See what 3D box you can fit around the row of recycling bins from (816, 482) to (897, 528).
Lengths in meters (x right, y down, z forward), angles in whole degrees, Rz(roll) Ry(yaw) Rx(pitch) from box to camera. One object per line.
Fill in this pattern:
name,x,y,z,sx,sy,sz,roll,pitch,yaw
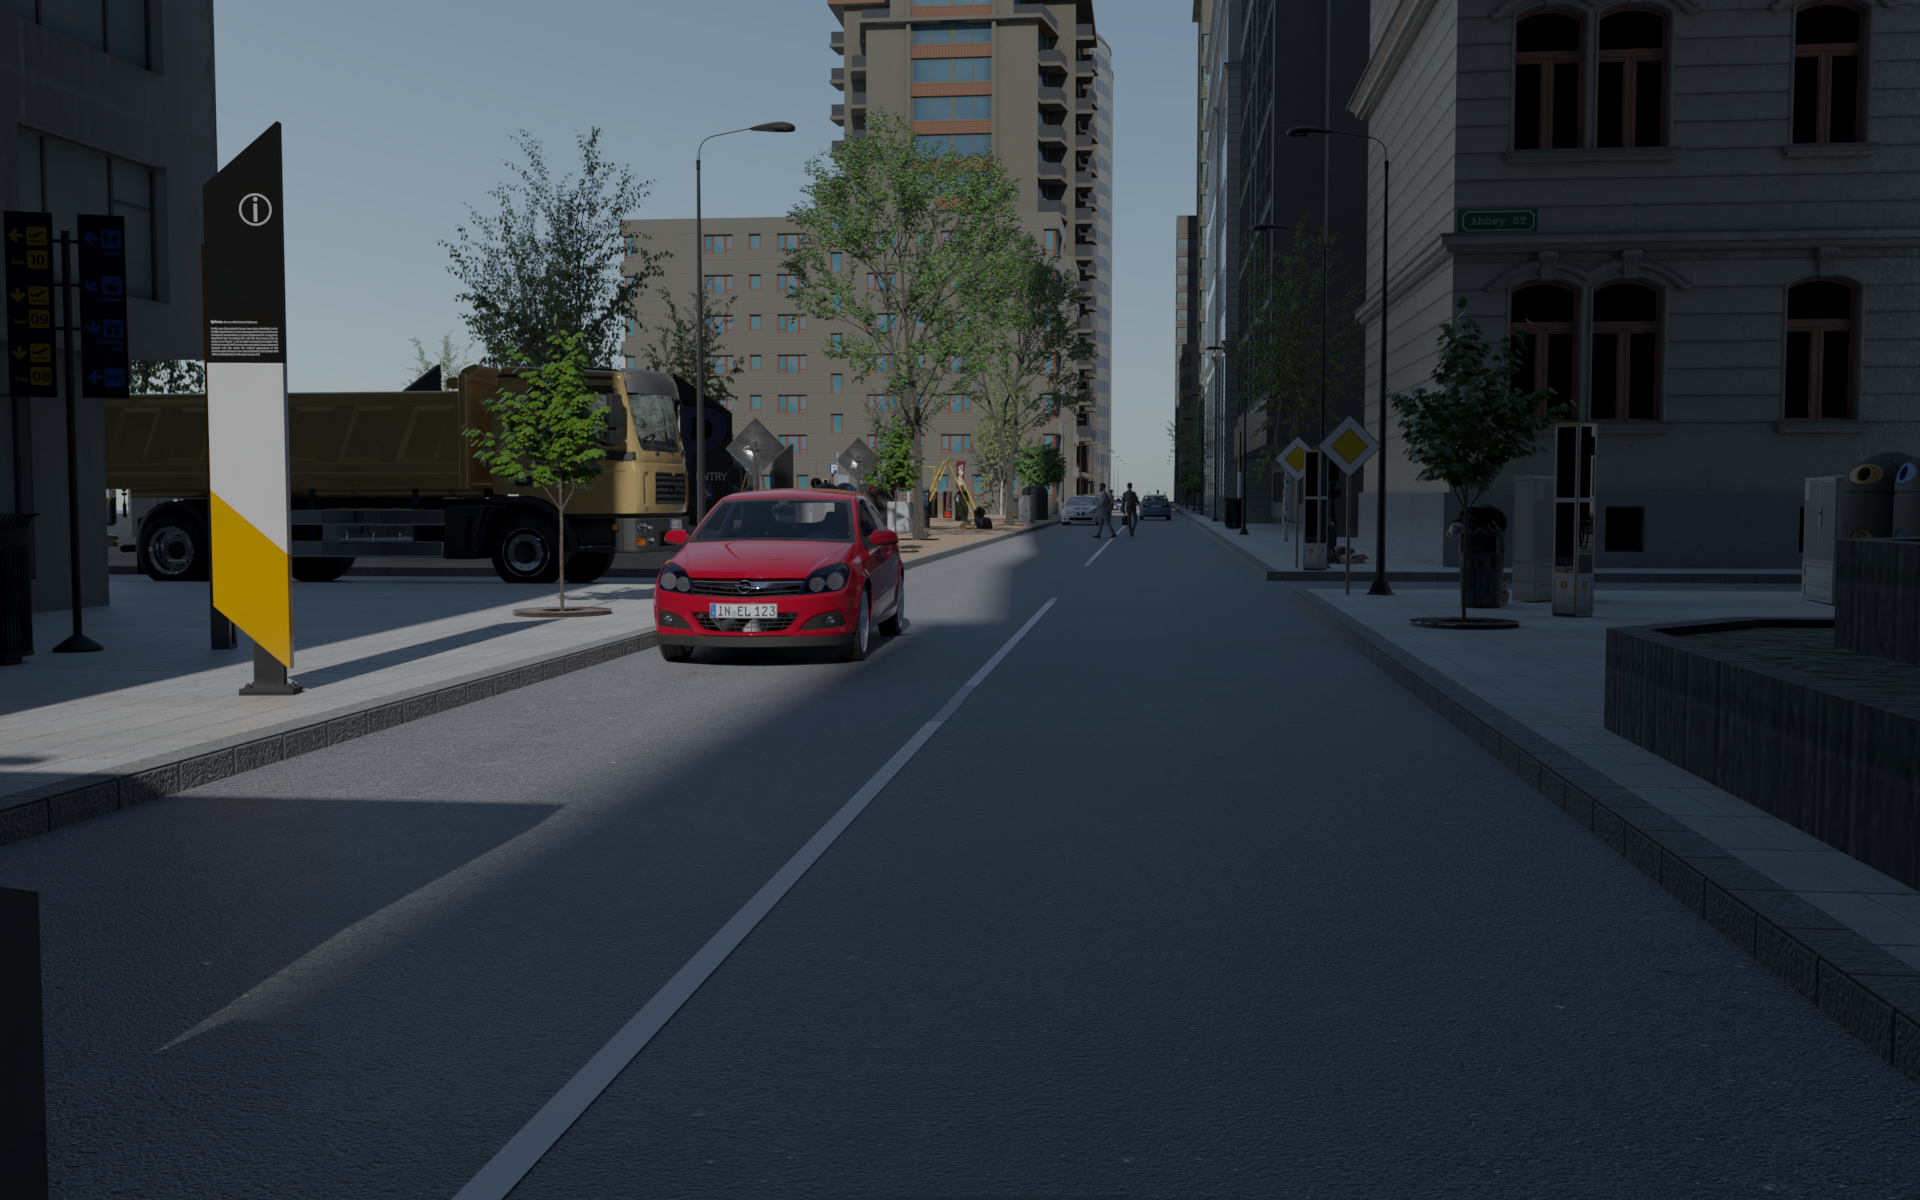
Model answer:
row of recycling bins,-3.785,-3.392,62.565,3.534,1.692,1.069,-3,5,-42

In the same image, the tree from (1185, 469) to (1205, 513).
tree,16.034,-7.487,117.021,1.663,3.219,1.824,0,3,0

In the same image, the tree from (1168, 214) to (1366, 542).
tree,8.941,-5.889,46.647,4.737,8.622,4.395,0,3,0

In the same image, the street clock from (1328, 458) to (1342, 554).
street clock,7.373,-1.817,34.284,0.358,2.002,0.471,1,4,10

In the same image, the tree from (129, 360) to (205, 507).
tree,-24.502,-6.010,48.634,4.360,8.622,3.978,0,3,0

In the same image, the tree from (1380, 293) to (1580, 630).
tree,4.843,-1.363,16.893,1.663,3.219,1.824,0,3,0

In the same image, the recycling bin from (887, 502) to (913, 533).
recycling bin,-1.947,-2.711,56.874,0.722,1.027,0.722,1,4,14

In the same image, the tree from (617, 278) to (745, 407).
tree,-9.358,-6.674,59.488,4.737,8.622,4.395,0,3,0

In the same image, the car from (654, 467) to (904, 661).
car,-1.591,-0.441,16.247,2.155,1.783,4.494,0,4,5

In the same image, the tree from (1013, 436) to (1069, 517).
tree,4.499,-6.941,97.201,4.285,4.588,4.351,0,3,0

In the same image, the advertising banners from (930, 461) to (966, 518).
advertising banners,-0.695,-5.852,91.875,2.074,3.025,0.090,1,4,12

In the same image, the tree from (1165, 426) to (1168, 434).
tree,15.711,-9.887,112.017,4.737,8.622,4.395,0,3,0

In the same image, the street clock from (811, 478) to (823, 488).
street clock,-6.435,-4.454,77.390,0.358,2.002,0.471,3,4,38

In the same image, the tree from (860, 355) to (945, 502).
tree,-2.898,-8.491,89.194,4.360,8.622,3.978,0,3,0

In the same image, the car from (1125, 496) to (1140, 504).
car,24.294,-14.173,244.090,2.083,1.381,4.827,0,4,8

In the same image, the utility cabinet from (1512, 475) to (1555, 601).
utility cabinet,7.102,-0.744,20.848,1.173,1.500,0.318,-3,5,-43

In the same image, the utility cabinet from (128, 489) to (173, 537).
utility cabinet,-24.179,-2.634,51.737,1.173,1.500,0.318,-3,5,-43

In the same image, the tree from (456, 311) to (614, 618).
tree,-4.238,-1.463,18.526,1.663,3.219,1.824,0,3,0

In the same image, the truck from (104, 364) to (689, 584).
truck,-8.426,-1.922,27.352,9.791,3.379,3.469,0,4,8

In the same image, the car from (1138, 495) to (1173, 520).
car,10.793,-5.125,95.791,2.014,1.417,4.499,0,4,6

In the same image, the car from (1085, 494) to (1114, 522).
car,6.996,-4.879,89.994,2.015,1.641,3.980,0,4,5

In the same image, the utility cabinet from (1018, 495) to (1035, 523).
utility cabinet,2.974,-4.043,77.257,0.306,1.237,1.020,-2,4,-27

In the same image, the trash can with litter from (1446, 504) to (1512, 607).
trash can with litter,5.971,-0.517,19.841,0.624,1.170,1.055,2,4,26

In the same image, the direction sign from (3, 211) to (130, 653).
direction sign,-7.218,-1.350,14.069,0.876,3.537,0.379,-1,4,-18

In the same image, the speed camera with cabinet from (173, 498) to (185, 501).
speed camera with cabinet,-29.863,-4.463,67.302,2.038,3.252,0.660,1,4,21

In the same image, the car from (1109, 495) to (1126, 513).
car,11.798,-7.374,133.142,1.945,1.354,3.894,0,4,8

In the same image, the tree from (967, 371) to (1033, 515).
tree,2.451,-9.398,104.019,4.737,8.622,4.395,0,3,0

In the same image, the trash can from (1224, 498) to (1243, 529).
trash can,10.051,-3.182,63.672,0.748,1.137,0.748,0,3,0

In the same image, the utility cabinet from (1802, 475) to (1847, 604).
utility cabinet,10.238,-0.715,20.371,0.318,1.500,1.173,1,4,10

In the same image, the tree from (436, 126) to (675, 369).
tree,-7.808,-5.116,34.009,4.360,8.622,3.978,0,3,0

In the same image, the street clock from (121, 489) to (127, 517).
street clock,-46.185,-5.575,95.720,0.471,2.002,0.358,-3,5,-41

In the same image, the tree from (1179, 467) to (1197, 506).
tree,25.903,-12.841,193.670,4.285,4.588,4.351,0,3,0

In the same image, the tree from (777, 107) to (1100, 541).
tree,-1.318,-7.470,47.896,9.928,11.665,9.643,0,3,0

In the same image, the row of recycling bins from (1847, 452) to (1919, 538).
row of recycling bins,9.118,-0.533,15.832,1.069,1.692,3.534,0,4,6

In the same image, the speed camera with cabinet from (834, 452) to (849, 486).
speed camera with cabinet,-5.373,-5.319,81.298,0.660,3.252,2.038,-1,4,-19

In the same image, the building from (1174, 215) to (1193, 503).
building,38.739,-34.943,254.916,14.154,41.232,14.086,0,4,6

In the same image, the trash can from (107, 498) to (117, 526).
trash can,-34.661,-3.595,70.435,0.748,1.137,0.748,0,3,0

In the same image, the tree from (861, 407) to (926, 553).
tree,-1.332,-2.665,38.178,1.663,3.219,1.824,0,3,0

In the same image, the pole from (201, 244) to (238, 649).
pole,-6.109,-1.250,14.284,0.158,3.312,0.155,0,3,0

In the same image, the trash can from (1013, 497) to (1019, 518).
trash can,2.856,-4.917,92.049,0.748,1.137,0.748,0,3,0

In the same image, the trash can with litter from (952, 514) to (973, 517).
trash can with litter,0.010,-5.293,97.598,1.678,1.210,2.233,2,4,32

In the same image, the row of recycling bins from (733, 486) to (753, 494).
row of recycling bins,-11.785,-4.844,86.311,3.534,1.692,1.069,0,4,0

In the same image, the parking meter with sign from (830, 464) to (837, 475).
parking meter with sign,-6.959,-6.426,101.326,0.543,3.016,1.738,1,4,23

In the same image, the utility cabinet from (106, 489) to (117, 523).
utility cabinet,-37.358,-4.126,76.140,0.318,1.500,1.173,-3,4,-38

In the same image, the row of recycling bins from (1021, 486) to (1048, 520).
row of recycling bins,3.709,-4.891,87.088,1.069,1.692,3.534,0,4,-7

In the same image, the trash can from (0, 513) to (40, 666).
trash can,-7.336,-0.085,13.046,0.748,1.137,0.748,0,3,0

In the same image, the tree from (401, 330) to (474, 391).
tree,-23.597,-7.815,78.139,4.737,8.622,4.395,0,3,0

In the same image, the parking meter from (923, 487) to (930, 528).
parking meter,-1.328,-3.504,65.709,0.372,1.533,0.369,0,3,0

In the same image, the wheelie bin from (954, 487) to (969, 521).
wheelie bin,0.098,-4.543,82.192,0.693,1.594,0.980,1,4,11

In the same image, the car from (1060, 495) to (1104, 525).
car,5.769,-4.203,81.088,2.083,1.381,4.827,0,4,7
